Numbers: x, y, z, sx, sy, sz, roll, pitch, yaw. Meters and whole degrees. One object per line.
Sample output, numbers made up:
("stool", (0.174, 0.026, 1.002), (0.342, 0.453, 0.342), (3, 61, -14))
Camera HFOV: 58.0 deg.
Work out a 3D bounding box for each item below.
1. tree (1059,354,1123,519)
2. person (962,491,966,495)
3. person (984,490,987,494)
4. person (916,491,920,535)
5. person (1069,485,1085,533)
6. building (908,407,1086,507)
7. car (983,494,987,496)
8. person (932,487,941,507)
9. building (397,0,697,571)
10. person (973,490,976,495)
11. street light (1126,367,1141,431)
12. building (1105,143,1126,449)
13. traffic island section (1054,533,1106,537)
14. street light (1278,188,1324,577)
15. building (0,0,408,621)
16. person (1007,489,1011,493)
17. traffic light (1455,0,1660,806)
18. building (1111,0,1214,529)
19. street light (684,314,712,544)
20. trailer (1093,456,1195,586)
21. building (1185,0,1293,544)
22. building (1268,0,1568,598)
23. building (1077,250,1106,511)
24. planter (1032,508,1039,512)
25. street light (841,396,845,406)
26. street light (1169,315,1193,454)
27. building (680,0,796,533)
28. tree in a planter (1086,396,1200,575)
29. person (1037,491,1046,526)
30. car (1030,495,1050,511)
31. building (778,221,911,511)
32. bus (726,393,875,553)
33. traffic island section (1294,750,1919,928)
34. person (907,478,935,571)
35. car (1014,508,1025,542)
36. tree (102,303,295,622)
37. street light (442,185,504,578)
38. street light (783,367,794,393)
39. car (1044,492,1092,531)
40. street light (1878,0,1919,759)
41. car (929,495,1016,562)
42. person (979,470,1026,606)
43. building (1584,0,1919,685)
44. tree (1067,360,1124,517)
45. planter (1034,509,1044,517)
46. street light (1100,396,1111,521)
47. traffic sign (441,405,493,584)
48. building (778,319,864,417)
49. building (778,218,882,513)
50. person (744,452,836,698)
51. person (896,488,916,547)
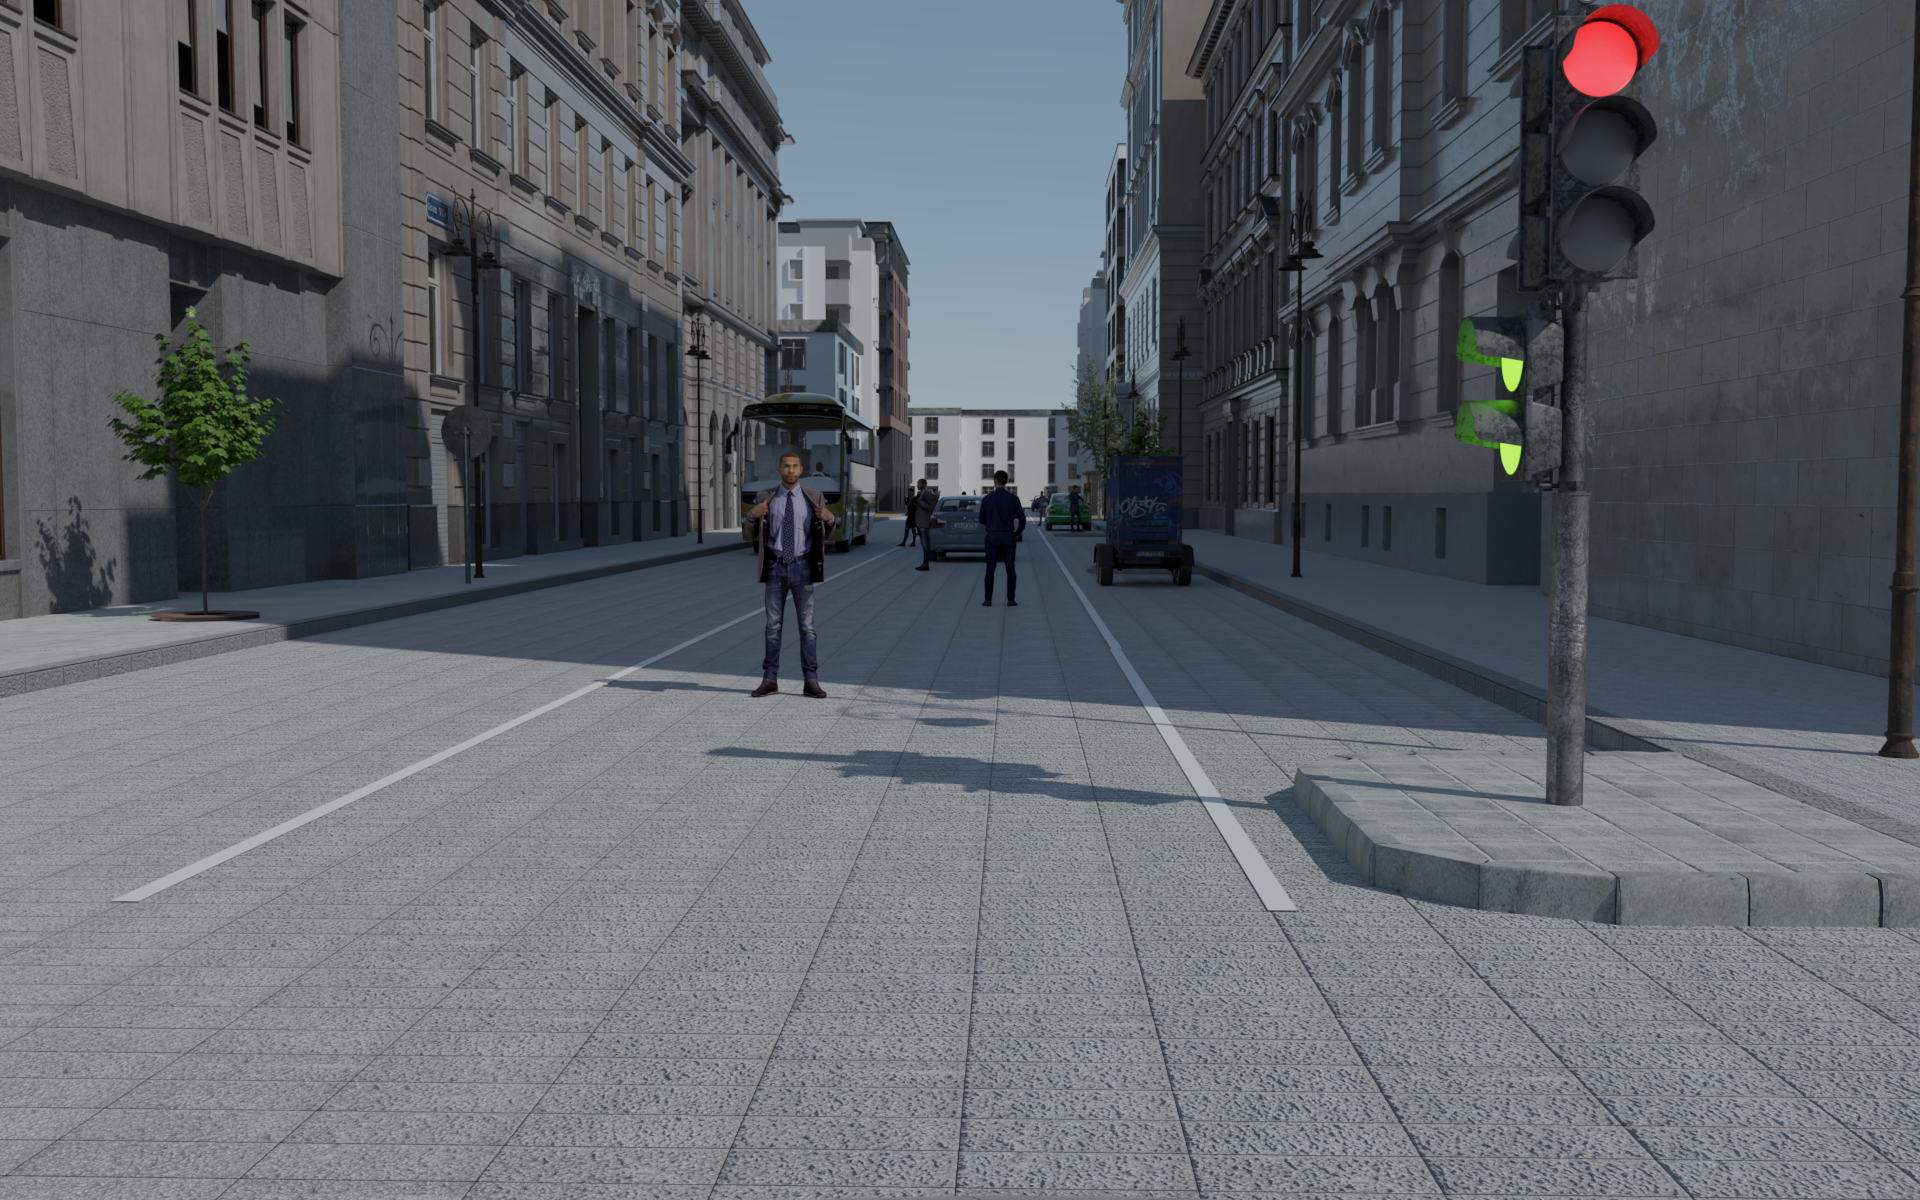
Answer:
("tree", (7.281, -8.557, 90.268), (4.737, 8.622, 4.395), (0, 3, 0))
("person", (0.052, -3.058, 60.870), (0.546, 1.535, 0.453), (3, 4, 38))
("person", (1.896, -7.543, 132.621), (1.217, 1.735, 0.721), (3, 5, 44))
("person", (-1.484, -3.013, 60.037), (0.388, 1.546, 0.482), (3, 4, 39))
("person", (4.378, -3.386, 64.310), (0.568, 1.767, 0.683), (2, 4, 34))
("building", (0.138, -14.083, 172.406), (28.070, 9.664, 9.099), (0, 4, 2))
("car", (2.258, -7.031, 125.185), (2.015, 1.641, 3.980), (0, 4, 4))
("person", (-1.016, -4.187, 77.764), (0.445, 1.727, 0.742), (-3, 5, -42))
("building", (-14.380, -14.861, 40.234), (12.463, 27.353, 25.104), (0, 4, 2))
("person", (1.297, -9.051, 156.565), (0.705, 1.814, 1.350), (0, 4, -3))
("street light", (6.314, -5.533, 63.246), (0.468, 5.910, 1.993), (0, 4, 2))
("building", (23.630, -16.698, 116.991), (27.936, 21.610, 32.646), (0, 4, 2))
("traffic island section", (4.182, -2.197, 58.787), (1.991, 0.108, 1.994), (0, 4, 2))
("street light", (5.204, -3.292, 26.611), (0.468, 5.910, 1.993), (0, 4, 2))
("building", (-15.283, -12.209, 17.645), (12.078, 24.808, 19.932), (0, 4, 2))
("person", (3.215, -6.407, 113.916), (0.551, 1.740, 0.621), (2, 4, 32))
("traffic light", (2.489, -1.090, 7.073), (0.839, 4.213, 0.868), (0, 4, 2))
("building", (13.660, -17.485, 71.777), (13.634, 28.700, 20.117), (0, 4, 2))
("street light", (-6.727, -4.395, 44.648), (0.468, 5.910, 1.993), (0, 4, 2))
("trailer", (2.898, -1.285, 28.061), (1.471, 1.999, 3.904), (0, 4, 1))
("building", (12.991, -11.486, 52.417), (10.561, 19.102, 19.286), (0, 4, 2))
("building", (13.829, -14.882, 30.711), (14.401, 28.519, 23.554), (0, 4, 2))
("building", (17.742, -17.324, 139.671), (16.016, 20.091, 11.380), (0, 4, 2))
("planter", (6.646, -7.031, 136.102), (1.991, 0.319, 1.994), (0, 4, 2))
("street light", (-5.504, -6.651, 81.531), (0.468, 5.910, 1.993), (0, 4, 2))
("street light", (5.715, -4.412, 44.930), (0.468, 5.910, 1.993), (0, 4, 2))
("building", (-14.260, -13.666, 65.242), (13.314, 21.916, 24.055), (0, 4, 2))
("tree in a planter", (3.322, -2.112, 31.762), (1.991, 3.239, 1.994), (0, 4, 2))
("person", (3.688, -4.106, 77.689), (0.319, 1.574, 0.516), (-3, 5, -44))
("car", (6.840, -8.108, 145.140), (1.945, 1.354, 3.894), (0, 4, 1))
("building", (-21.020, -18.377, 144.445), (32.646, 21.610, 27.936), (0, 4, 2))
("bus", (-3.852, -3.312, 45.703), (2.896, 3.916, 12.252), (0, 4, 1))
("traffic island section", (2.529, 0.923, 7.185), (2.009, 0.180, 2.903), (0, 4, 2))
("person", (-0.742, -1.410, 32.373), (0.431, 1.722, 0.655), (-1, 4, -16))
("car", (0.978, -2.504, 53.305), (2.083, 1.381, 4.827), (0, 4, 1))
("tree", (-7.902, -1.414, 17.725), (1.663, 3.219, 1.824), (0, 3, 0))
("street light", (-7.361, -3.275, 26.333), (0.468, 5.910, 1.993), (0, 4, 2))
("street light", (-6.219, -5.516, 62.967), (0.468, 5.910, 1.993), (0, 4, 2))
("car", (4.282, -3.675, 68.883), (1.959, 1.807, 4.718), (0, 4, 2))
("street light", (4.594, -2.172, 8.295), (0.468, 5.910, 1.993), (0, 4, 2))
("car", (0.220, -1.587, 37.958), (2.014, 1.417, 4.499), (0, 4, 3))
("person", (0.532, -0.794, 22.192), (0.576, 1.737, 0.504), (0, 4, -8))
("building", (14.895, -9.647, 12.477), (16.860, 20.320, 10.420), (0, 4, 2))
("tree", (7.948, -8.896, 95.804), (4.360, 8.622, 3.978), (0, 3, 0))
("planter", (5.776, -5.384, 109.173), (1.991, 0.319, 1.994), (0, 4, 2))
("street light", (6.850, -6.665, 81.767), (0.468, 5.910, 1.993), (0, 4, 2))
("traffic sign", (-7.038, -1.504, 24.704), (0.768, 2.556, 0.104), (0, 4, 8))
("building", (-9.948, -9.499, 97.449), (9.099, 9.664, 28.070), (0, 4, 2))
("building", (-13.415, -15.945, 117.122), (16.016, 20.091, 11.380), (0, 4, 2))
("person", (-1.195, -0.174, 12.164), (0.655, 1.722, 0.431), (0, 4, 1))
("person", (-1.388, -2.246, 47.096), (0.662, 1.594, 0.647), (-3, 4, -38))
